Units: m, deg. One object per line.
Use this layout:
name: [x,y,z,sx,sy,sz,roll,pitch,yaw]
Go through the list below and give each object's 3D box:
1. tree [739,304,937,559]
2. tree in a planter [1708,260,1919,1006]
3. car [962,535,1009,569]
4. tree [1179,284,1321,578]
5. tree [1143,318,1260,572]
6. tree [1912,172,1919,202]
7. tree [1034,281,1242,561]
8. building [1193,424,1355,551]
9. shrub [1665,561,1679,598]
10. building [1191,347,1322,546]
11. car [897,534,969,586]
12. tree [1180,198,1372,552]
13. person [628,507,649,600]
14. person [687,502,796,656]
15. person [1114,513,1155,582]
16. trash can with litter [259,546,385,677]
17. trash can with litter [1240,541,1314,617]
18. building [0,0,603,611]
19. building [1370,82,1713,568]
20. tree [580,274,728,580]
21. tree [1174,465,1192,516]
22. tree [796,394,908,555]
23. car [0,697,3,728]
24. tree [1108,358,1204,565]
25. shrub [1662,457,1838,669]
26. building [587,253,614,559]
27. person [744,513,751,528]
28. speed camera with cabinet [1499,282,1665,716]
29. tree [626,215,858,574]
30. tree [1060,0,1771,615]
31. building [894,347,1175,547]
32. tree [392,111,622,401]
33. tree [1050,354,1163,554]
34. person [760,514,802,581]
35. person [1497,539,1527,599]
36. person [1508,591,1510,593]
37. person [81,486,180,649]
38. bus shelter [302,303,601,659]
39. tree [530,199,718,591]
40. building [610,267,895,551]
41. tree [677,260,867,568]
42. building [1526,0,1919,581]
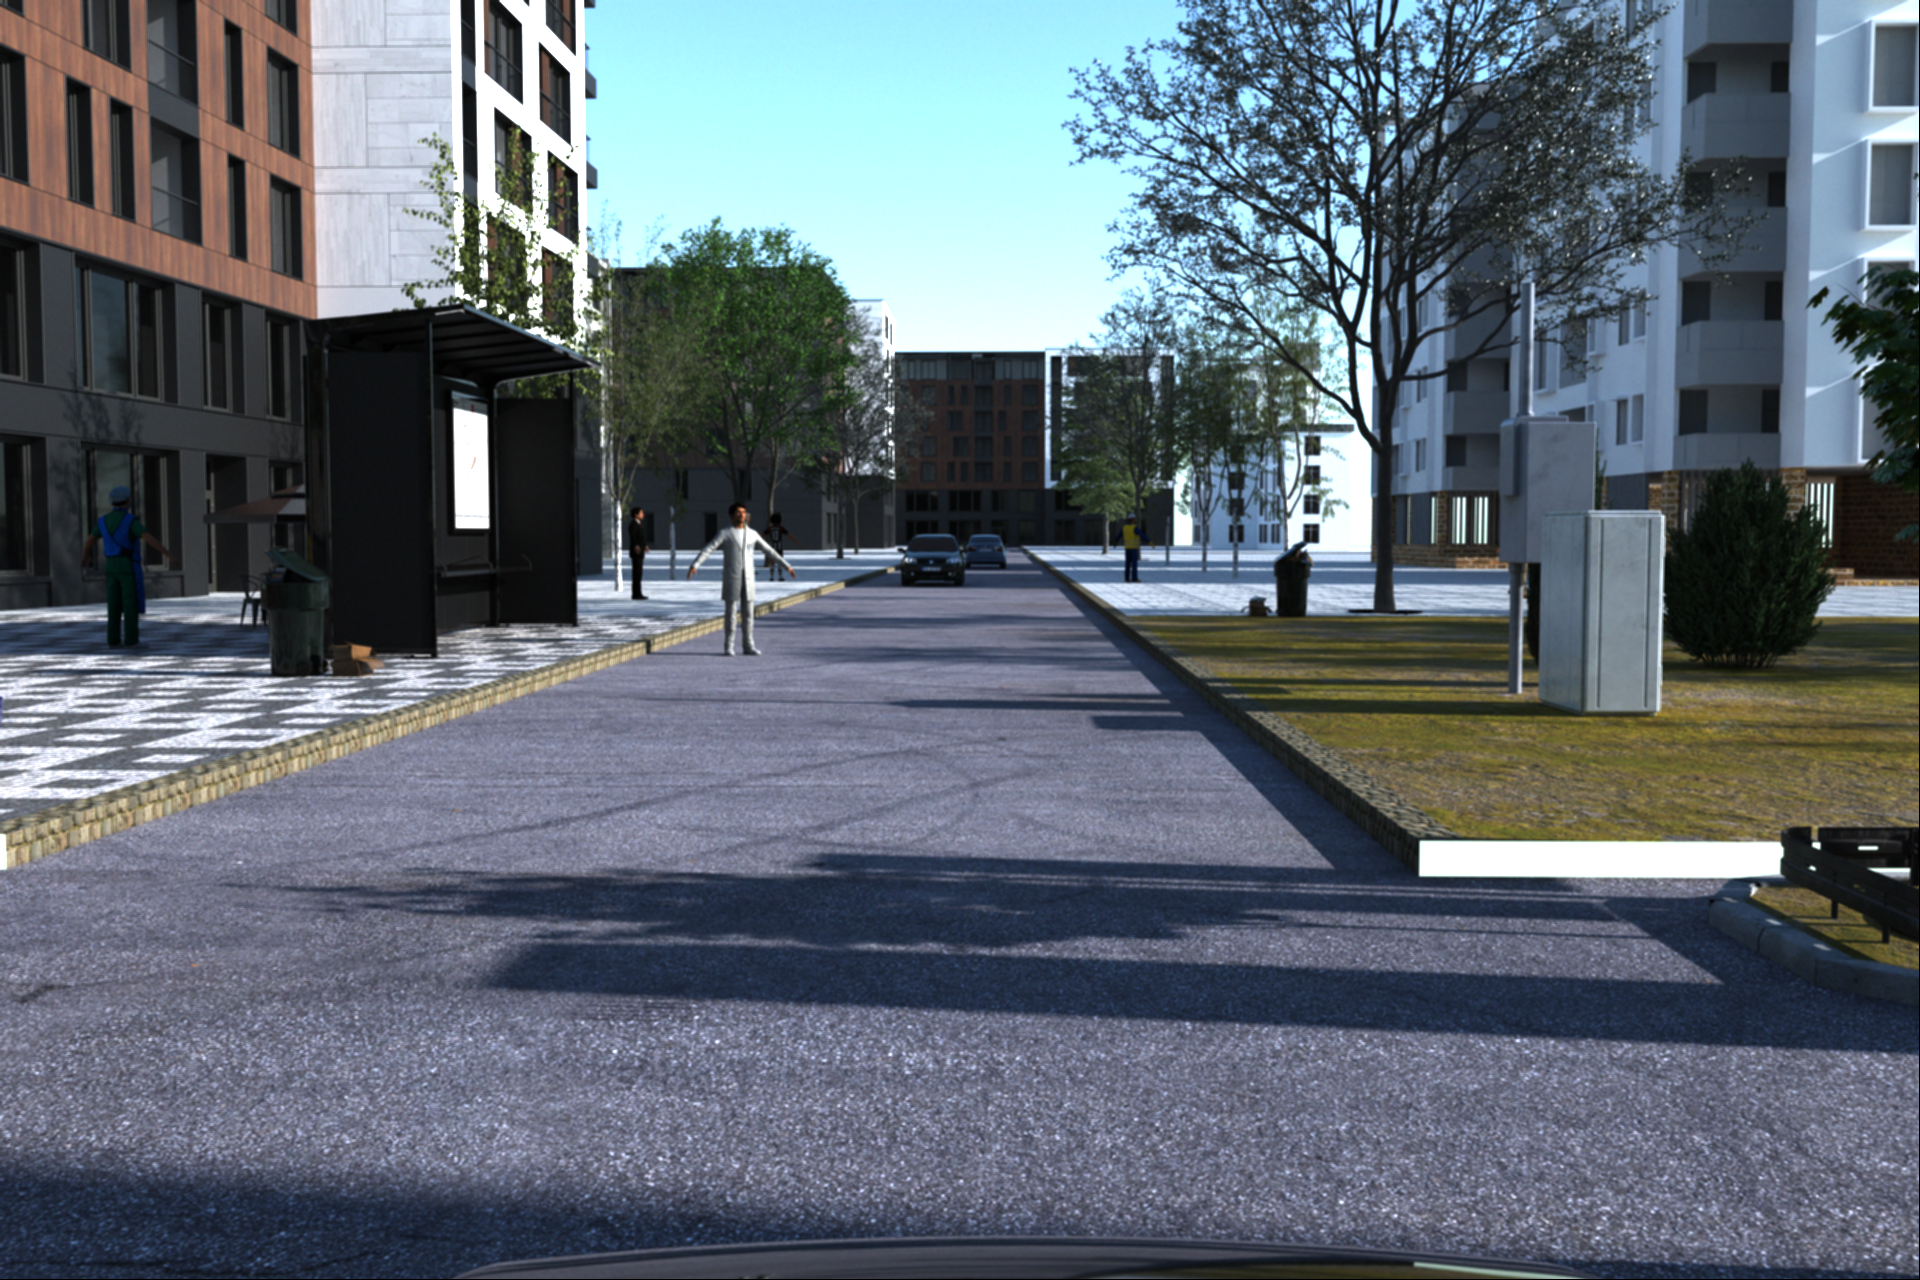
tree: [-6.113,-10.942,89.267,12.009,13.543,11.850,0,3,0]
tree in a planter: [3.727,-0.527,5.843,1.991,3.239,1.994,0,4,2]
car: [1.060,-3.722,72.863,2.014,1.417,4.499,0,4,1]
tree: [8.071,-6.152,50.952,4.360,8.622,3.978,0,3,0]
tree: [8.366,-6.632,58.793,4.360,8.622,3.978,0,3,0]
tree: [18.660,-5.521,24.673,8.767,10.594,7.601,1,4,11]
tree: [8.705,-10.617,83.954,12.009,13.543,11.850,0,3,0]
building: [25.703,-12.470,146.024,9.099,9.664,28.070,0,4,1]
shrub: [11.416,-0.968,26.936,1.383,1.207,1.383,0,3,0]
building: [29.634,-19.977,183.049,16.016,20.090,11.380,0,4,1]
car: [-0.740,-2.406,49.131,2.009,1.686,4.222,0,4,1]
tree: [7.250,-5.335,37.584,4.360,8.622,3.978,0,3,0]
person: [-6.291,-1.696,33.913,0.705,1.806,1.347,0,4,-3]
person: [-2.606,-0.725,20.501,1.347,1.806,0.705,-2,4,-28]
person: [4.586,-2.455,46.104,1.349,1.833,0.705,3,5,44]
trash can with litter: [-5.789,-0.267,15.760,1.055,1.170,0.624,0,4,3]
trash can with litter: [4.924,-0.949,26.909,1.055,1.170,0.624,0,4,1]
building: [-26.061,-11.967,39.639,27.936,21.610,32.646,0,4,2]
building: [23.580,-13.452,76.367,16.016,20.090,11.380,0,4,1]
tree: [-7.889,-6.010,48.627,4.360,8.622,3.978,0,3,0]
tree: [27.991,-16.119,197.965,7.601,10.594,8.767,0,4,1]
tree: [-6.739,-10.582,107.421,7.601,10.594,8.767,-2,4,-32]
car: [-5.795,0.331,7.169,1.945,1.354,3.894,0,4,2]
tree: [8.717,-7.411,71.531,4.360,8.622,3.978,0,3,0]
shrub: [7.521,-0.751,16.704,1.690,2.028,1.600,0,3,0]
building: [-26.687,-12.733,74.637,16.747,18.905,31.486,0,4,1]
person: [-5.305,-2.267,43.201,0.705,1.813,1.348,0,4,-4]
speed camera with cabinet: [4.653,-1.145,13.053,0.660,3.252,2.038,0,4,0]
tree: [-7.057,-7.947,55.691,9.928,11.665,9.643,0,3,0]
tree: [6.757,-7.170,27.592,12.009,13.543,11.850,0,3,0]
building: [7.675,-21.801,202.871,32.646,21.610,27.936,0,4,2]
tree: [-8.220,-4.936,31.074,4.737,8.622,4.395,0,3,0]
tree: [9.305,-11.697,109.375,7.486,12.596,7.792,0,3,0]
person: [-4.977,-2.498,46.987,1.345,1.843,0.704,0,4,6]
person: [11.191,-1.732,34.597,0.705,1.796,1.348,-2,4,-29]
person: [12.007,-1.929,37.301,0.705,1.858,1.354,2,4,34]
person: [-9.379,-0.815,19.460,1.347,1.817,0.704,1,4,18]
bus shelter: [-5.846,-1.806,20.806,1.731,3.624,6.357,0,4,1]
tree: [-7.985,-5.423,39.025,4.360,8.622,3.978,0,3,0]
building: [-20.598,-18.664,149.128,27.936,21.610,32.646,0,4,2]
tree: [-7.098,-8.542,65.424,9.928,11.665,9.643,0,3,0]
building: [23.662,-12.147,55.023,16.016,20.090,11.380,0,4,1]
